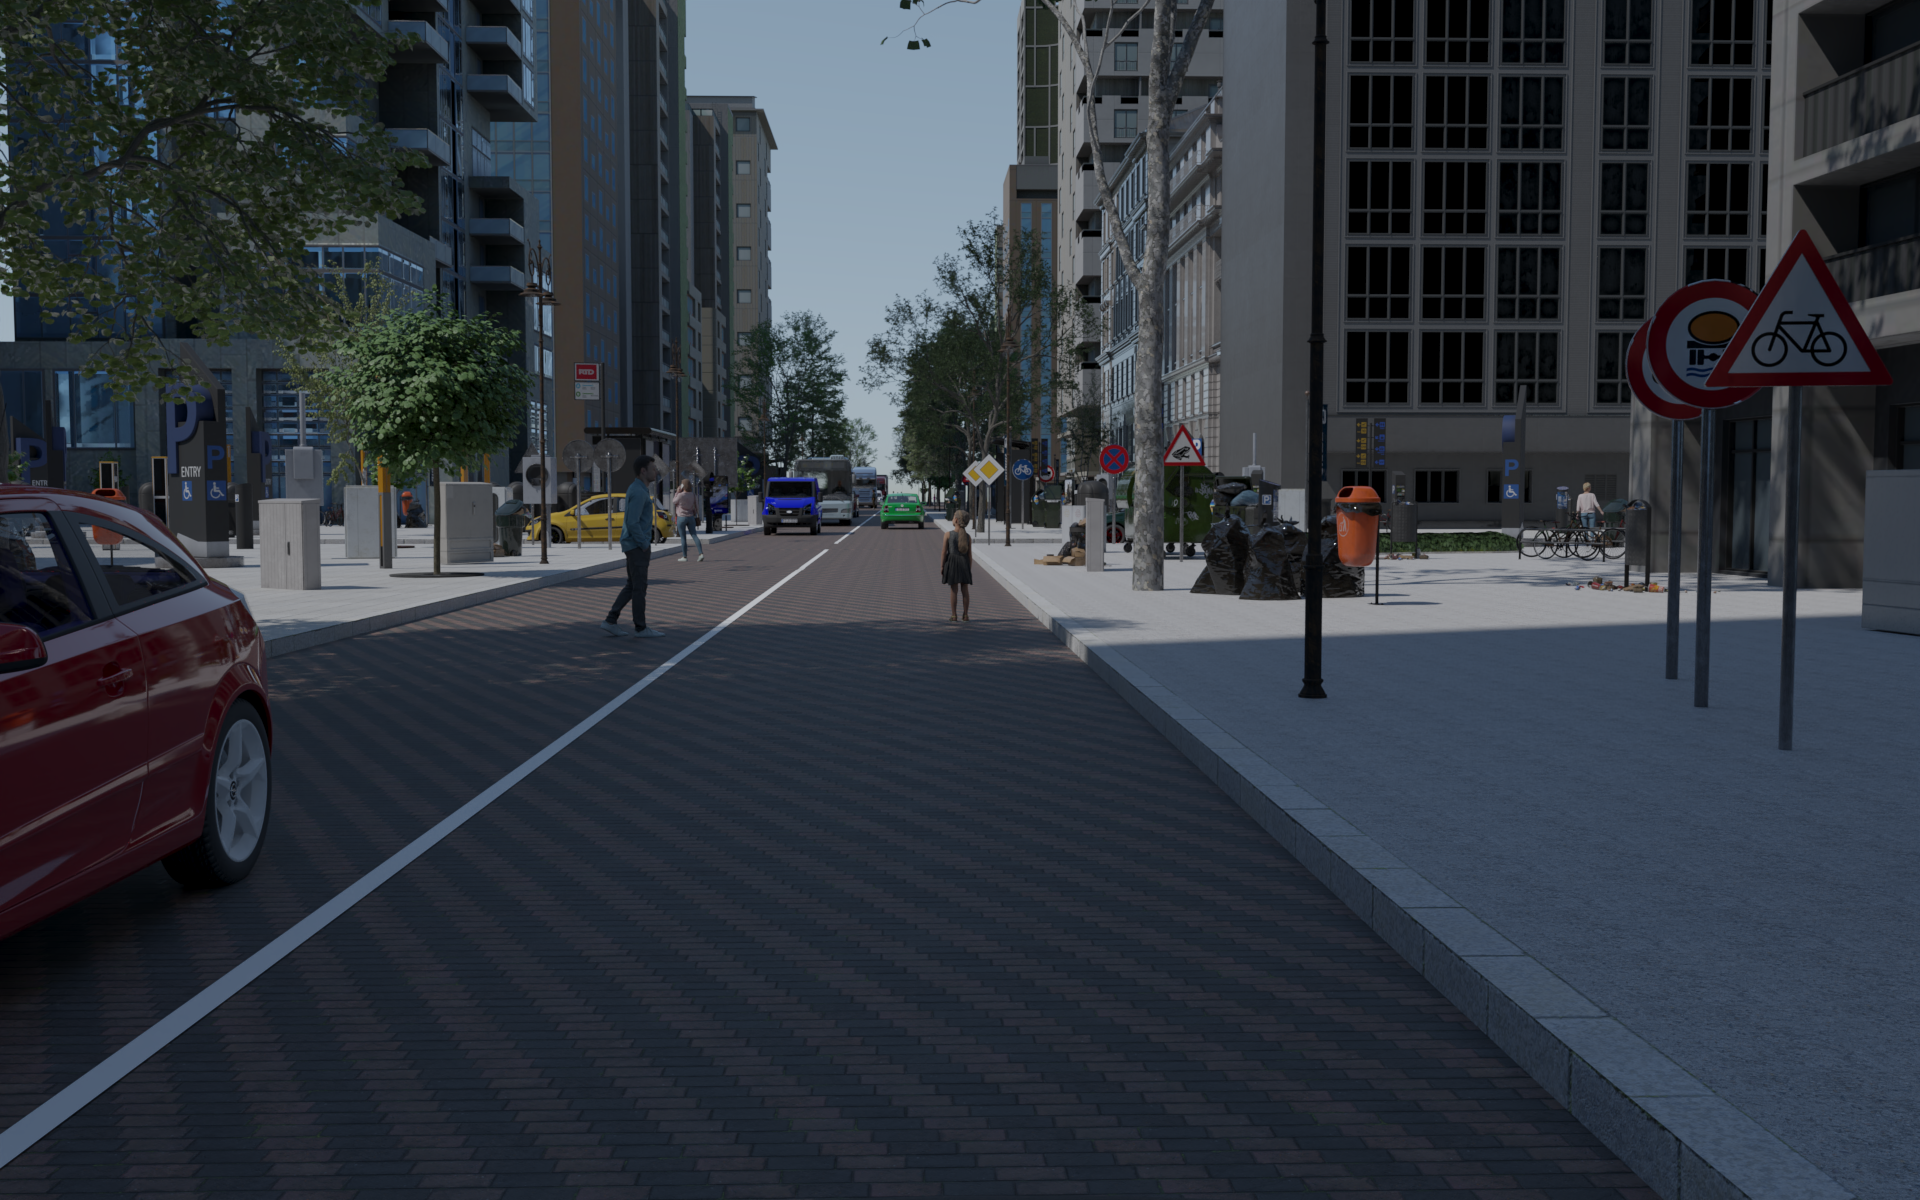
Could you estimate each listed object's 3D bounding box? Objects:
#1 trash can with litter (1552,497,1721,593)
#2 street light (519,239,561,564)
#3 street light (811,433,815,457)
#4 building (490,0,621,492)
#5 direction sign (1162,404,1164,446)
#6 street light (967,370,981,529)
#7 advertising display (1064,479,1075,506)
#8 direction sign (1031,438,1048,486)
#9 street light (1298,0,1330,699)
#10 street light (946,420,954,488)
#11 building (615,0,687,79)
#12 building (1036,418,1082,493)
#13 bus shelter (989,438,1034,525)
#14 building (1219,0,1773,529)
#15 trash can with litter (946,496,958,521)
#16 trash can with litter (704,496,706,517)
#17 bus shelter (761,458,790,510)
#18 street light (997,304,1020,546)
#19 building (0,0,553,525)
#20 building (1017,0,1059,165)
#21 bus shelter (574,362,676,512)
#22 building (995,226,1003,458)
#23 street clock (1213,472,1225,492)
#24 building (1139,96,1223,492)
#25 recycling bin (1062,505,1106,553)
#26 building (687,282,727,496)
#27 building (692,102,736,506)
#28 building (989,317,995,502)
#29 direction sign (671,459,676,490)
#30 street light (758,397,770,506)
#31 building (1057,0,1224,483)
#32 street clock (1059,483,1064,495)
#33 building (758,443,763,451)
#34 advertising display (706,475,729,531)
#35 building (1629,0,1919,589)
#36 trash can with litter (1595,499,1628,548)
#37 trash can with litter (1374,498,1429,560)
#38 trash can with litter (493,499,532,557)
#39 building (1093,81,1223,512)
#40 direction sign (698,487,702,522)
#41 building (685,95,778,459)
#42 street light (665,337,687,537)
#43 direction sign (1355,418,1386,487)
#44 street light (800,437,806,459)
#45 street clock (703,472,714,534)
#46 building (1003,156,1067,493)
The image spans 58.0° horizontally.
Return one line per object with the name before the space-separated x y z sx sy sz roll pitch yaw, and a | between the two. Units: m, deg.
trash can with litter | 8.997 -0.748 23.292 1.678 1.210 2.233 -1 4 -9
street light | -7.635 -3.599 31.631 0.468 5.910 1.993 0 4 -2
street light | -10.808 -9.475 127.697 0.468 5.910 1.993 0 4 -2
building | -31.202 -28.548 116.874 14.600 45.320 14.200 0 4 -2
direction sign | 4.759 -3.128 43.146 0.876 3.537 0.379 -3 5 -41
street light | 0.503 -5.496 62.643 0.468 5.910 1.993 0 4 -2
advertising display | 4.591 -4.124 72.644 0.123 1.923 0.974 -1 4 -15
direction sign | 3.233 -4.800 70.485 0.876 3.537 0.379 -3 4 -38
street light | 2.227 -2.323 10.762 0.468 5.910 1.993 0 4 -2
street light | -0.554 -7.438 94.403 0.468 5.910 1.993 0 4 -2
building | -28.706 -27.463 132.617 14.154 41.232 14.086 0 4 -2
building | 23.952 -29.841 179.789 32.217 40.220 23.993 0 4 -2
bus shelter | 2.227 -5.148 75.460 1.731 3.624 6.357 0 4 -2
building | 23.491 -16.832 68.718 24.014 27.812 14.314 0 4 -2
trash can with litter | -0.139 -4.265 81.122 1.055 1.170 0.624 1 4 22
trash can with litter | -14.364 -5.135 95.348 1.055 1.170 0.624 2 4 32
bus shelter | -12.439 -7.631 116.055 1.731 3.624 6.357 0 4 -2
street light | 1.177 -4.253 42.328 0.468 5.910 1.993 0 4 -2
building | -32.887 -47.237 85.003 22.319 86.520 31.000 0 4 -2
building | 16.703 -49.430 246.427 20.563 71.187 20.611 0 4 -2
bus shelter | -10.757 -4.769 55.598 2.179 5.291 8.768 0 4 -2
building | 12.222 -35.538 264.639 14.154 41.232 14.086 0 4 -2
street clock | 8.431 -3.193 56.768 0.471 2.002 0.358 -1 4 -23
building | 17.538 -15.184 90.054 13.314 21.916 24.055 0 4 -2
recycling bin | 2.722 -1.555 37.975 0.722 1.027 0.722 -3 5 -40
building | -36.244 -18.952 154.902 27.650 21.520 28.899 0 4 -2
building | -30.645 -30.123 176.112 14.154 41.232 14.086 0 4 -2
building | 11.578 -31.035 279.124 14.160 30.474 14.107 0 4 -2
direction sign | -18.818 -7.392 112.851 0.379 3.537 0.876 3 5 43
street light | -9.336 -6.731 82.837 0.468 5.910 1.993 0 4 -2
building | 23.164 -34.498 153.273 28.713 52.752 27.495 0 4 -2
street clock | 6.516 -6.575 112.063 0.358 2.002 0.471 -1 4 -21
building | -42.337 -34.713 259.431 32.217 40.220 23.993 0 4 -2
advertising display | -8.401 -3.345 59.911 0.123 1.923 0.974 3 4 38
building | 21.683 -35.387 16.836 20.563 71.187 20.611 0 4 -2
trash can with litter | 15.629 -1.839 41.458 0.624 1.170 1.055 3 5 45
trash can with litter | 8.357 -1.417 34.224 2.233 1.210 1.678 0 4 -2
trash can with litter | -9.308 -1.472 35.449 0.624 1.170 1.055 1 4 22
building | 16.310 -19.396 114.395 12.463 27.353 25.104 0 4 -2
direction sign | -12.170 -5.412 80.478 0.876 3.537 0.379 -3 5 -45
building | -39.584 -39.390 233.263 28.713 52.752 27.495 0 4 -2
street light | -8.365 -4.800 51.268 0.468 5.910 1.993 0 4 -2
direction sign | 12.253 -3.654 51.748 0.876 3.537 0.379 0 4 5
street light | -10.396 -8.663 114.435 0.468 5.910 1.993 0 4 -2
street clock | -8.125 -3.148 56.046 0.358 2.002 0.471 1 4 11
building | 12.979 -35.450 229.713 14.600 45.320 14.200 0 4 -2
